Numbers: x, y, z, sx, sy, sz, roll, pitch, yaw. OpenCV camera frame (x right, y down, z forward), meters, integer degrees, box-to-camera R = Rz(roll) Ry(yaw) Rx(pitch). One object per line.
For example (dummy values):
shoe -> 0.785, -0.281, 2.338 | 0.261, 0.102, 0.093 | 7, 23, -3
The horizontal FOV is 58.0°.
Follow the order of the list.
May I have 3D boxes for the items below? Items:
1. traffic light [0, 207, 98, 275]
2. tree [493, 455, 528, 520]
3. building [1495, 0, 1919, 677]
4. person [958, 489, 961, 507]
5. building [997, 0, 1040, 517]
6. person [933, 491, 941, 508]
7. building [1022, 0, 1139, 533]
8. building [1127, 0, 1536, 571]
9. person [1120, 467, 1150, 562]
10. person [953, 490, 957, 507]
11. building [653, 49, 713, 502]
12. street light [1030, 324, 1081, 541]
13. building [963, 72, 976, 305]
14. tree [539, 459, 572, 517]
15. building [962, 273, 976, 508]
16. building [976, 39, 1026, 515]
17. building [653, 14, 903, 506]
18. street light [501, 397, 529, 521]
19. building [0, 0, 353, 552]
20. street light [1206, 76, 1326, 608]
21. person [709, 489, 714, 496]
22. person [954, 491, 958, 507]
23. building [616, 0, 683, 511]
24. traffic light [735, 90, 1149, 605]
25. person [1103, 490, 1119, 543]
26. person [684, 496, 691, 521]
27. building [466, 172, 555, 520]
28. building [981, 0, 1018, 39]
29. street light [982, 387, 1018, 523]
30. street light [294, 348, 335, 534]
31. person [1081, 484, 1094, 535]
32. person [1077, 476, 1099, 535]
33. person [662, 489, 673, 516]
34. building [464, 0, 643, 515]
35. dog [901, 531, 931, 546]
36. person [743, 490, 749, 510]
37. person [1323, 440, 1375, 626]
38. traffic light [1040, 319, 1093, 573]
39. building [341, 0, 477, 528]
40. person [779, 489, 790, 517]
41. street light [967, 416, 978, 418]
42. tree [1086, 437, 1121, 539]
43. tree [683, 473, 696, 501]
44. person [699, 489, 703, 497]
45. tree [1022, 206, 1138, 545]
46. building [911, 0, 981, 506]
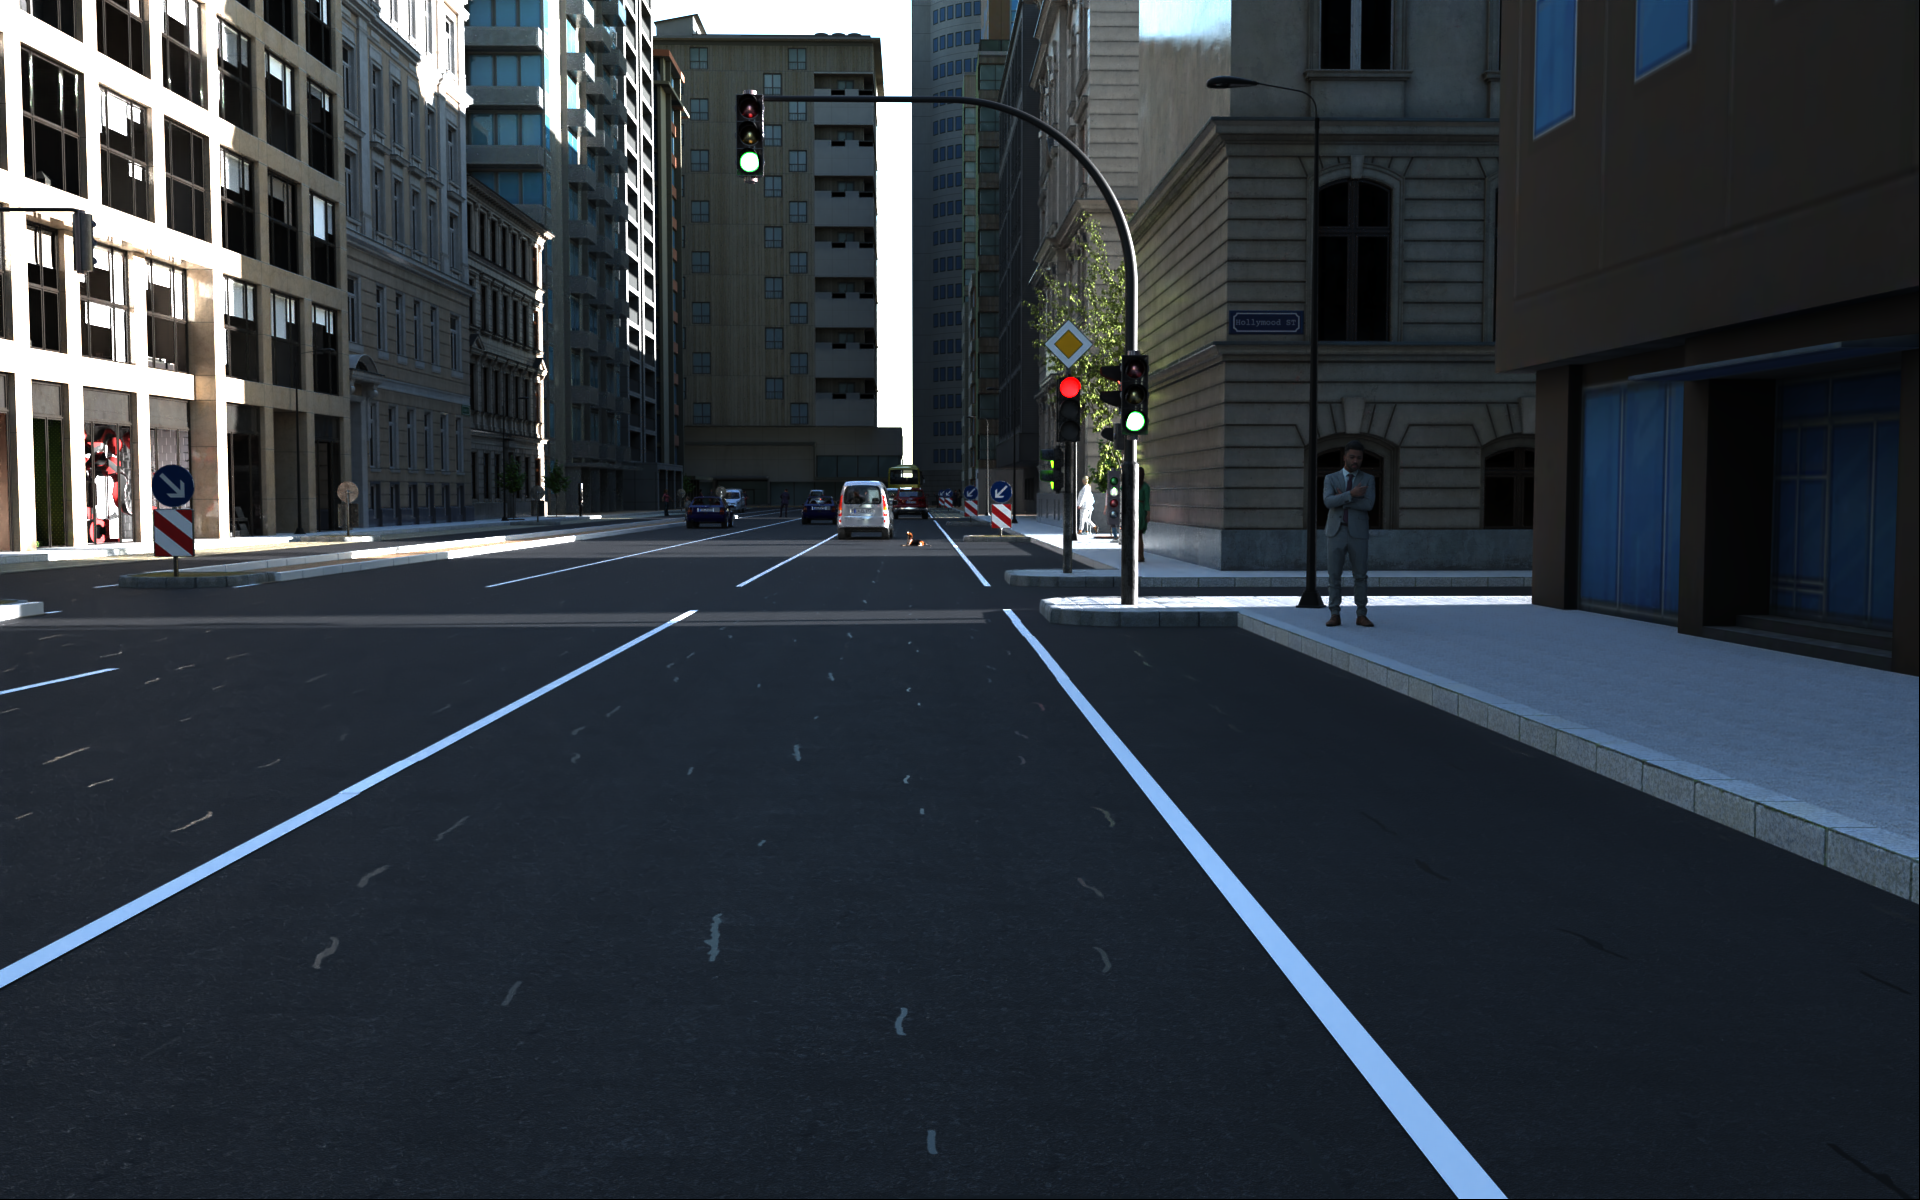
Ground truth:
traffic light -> -16.236, -3.235, 27.565 | 4.771, 5.953, 1.251 | 0, 4, -2
tree -> -22.089, -5.535, 85.103 | 1.663, 3.219, 1.824 | 0, 3, 0
building -> 13.392, -22.152, 12.298 | 14.600, 45.320, 14.200 | 0, 4, -2
person -> -0.157, -9.746, 166.102 | 0.721, 1.735, 1.217 | 0, 4, -4
building -> 9.572, -18.189, 90.899 | 14.314, 27.812, 24.014 | 0, 4, -2
person -> -2.093, -9.313, 161.563 | 0.742, 1.727, 0.445 | -1, 4, -14
building -> 9.997, -17.110, 67.139 | 14.401, 28.519, 23.554 | 0, 4, -2
building -> 21.144, -13.131, 33.774 | 34.723, 24.649, 14.460 | 0, 4, -2
person -> 3.372, -1.609, 32.594 | 0.600, 1.795, 0.529 | 3, 4, 37
person -> -0.471, -10.119, 172.413 | 0.541, 1.710, 0.530 | -3, 4, -36
building -> -39.619, -31.295, 166.294 | 28.867, 44.769, 22.147 | 0, 4, -2
street light -> 2.619, -4.586, 47.517 | 1.470, 5.913, 1.316 | 0, 4, -2
building -> 7.220, -29.853, 171.694 | 14.154, 41.232, 14.086 | 0, 4, -2
tree -> -22.229, -6.193, 95.855 | 1.663, 3.219, 1.824 | 0, 3, 0
building -> 14.358, -18.694, 150.687 | 27.650, 21.520, 28.899 | 0, 4, -2
building -> 7.976, -20.949, 114.216 | 14.160, 30.474, 14.107 | 0, 4, -2
building -> -20.431, -37.354, 199.975 | 27.495, 52.752, 28.713 | 0, 4, -2
street light -> -21.274, -6.745, 82.815 | 1.470, 5.913, 1.316 | 0, 4, -2
building -> -30.665, -14.609, 43.377 | 19.350, 26.468, 34.151 | 0, 4, -2
street light -> 3.435, -2.868, 19.432 | 1.470, 5.913, 1.316 | 0, 4, -2
person -> -24.827, -10.201, 173.380 | 0.434, 1.755, 0.990 | 2, 4, 23
person -> -0.410, -10.290, 175.758 | 0.415, 1.643, 0.593 | 2, 4, 33
building -> -33.844, -43.030, 141.792 | 20.563, 71.187, 20.611 | 0, 4, -2
traffic light -> -0.143, -2.764, 19.851 | 4.771, 5.953, 1.251 | 0, 4, -2
person -> 4.221, -2.386, 45.732 | 0.731, 1.740, 0.598 | -3, 4, -37
person -> -14.625, -4.918, 93.174 | 0.475, 1.303, 0.640 | 1, 4, 17
building -> -28.518, -13.861, 91.261 | 10.561, 19.102, 19.286 | 0, 4, -2
building -> 8.703, -29.238, 128.160 | 14.600, 45.320, 14.200 | 0, 4, -2
street light -> 1.840, -6.305, 75.621 | 1.470, 5.913, 1.316 | 0, 4, -2
street light -> -20.603, -5.062, 55.307 | 1.470, 5.913, 1.316 | 0, 4, -2
person -> 4.038, -2.870, 54.780 | 0.330, 1.601, 0.589 | 2, 4, 33
person -> 3.925, -2.912, 53.529 | 0.818, 1.842, 0.514 | 0, 4, -3
person -> -19.288, -6.421, 114.205 | 0.721, 1.743, 1.217 | 2, 4, 25
building -> -34.917, -30.418, 116.944 | 23.786, 49.044, 30.456 | 0, 4, -2
dog -> -1.217, -1.686, 47.766 | 0.748, 0.427, 0.550 | 2, 4, 27
person -> -18.680, -8.693, 151.071 | 0.568, 1.767, 0.683 | 1, 4, 20
person -> 3.768, -0.644, 16.758 | 0.511, 1.800, 0.466 | 0, 4, -2
traffic light -> 1.729, -2.392, 28.031 | 0.839, 4.253, 0.868 | 0, 4, -2
building -> -28.942, -17.454, 71.284 | 13.634, 28.700, 20.117 | 0, 4, -2
person -> -10.810, -5.968, 106.522 | 0.683, 1.767, 0.568 | -1, 4, -9
street light -> 1.093, -7.991, 103.188 | 1.470, 5.913, 1.316 | 0, 4, -2
tree -> 4.282, -3.388, 49.999 | 1.663, 3.219, 1.824 | 0, 3, 0
tree -> -24.535, -9.854, 155.709 | 1.663, 3.219, 1.824 | 0, 3, 0
person -> -24.109, -9.481, 161.732 | 0.721, 1.739, 1.217 | -2, 4, -25
tree -> 3.861, -5.709, 43.697 | 4.737, 8.622, 4.395 | 0, 3, 0
building -> 8.628, -40.070, 197.143 | 28.212, 58.520, 21.231 | 0, 4, -2
